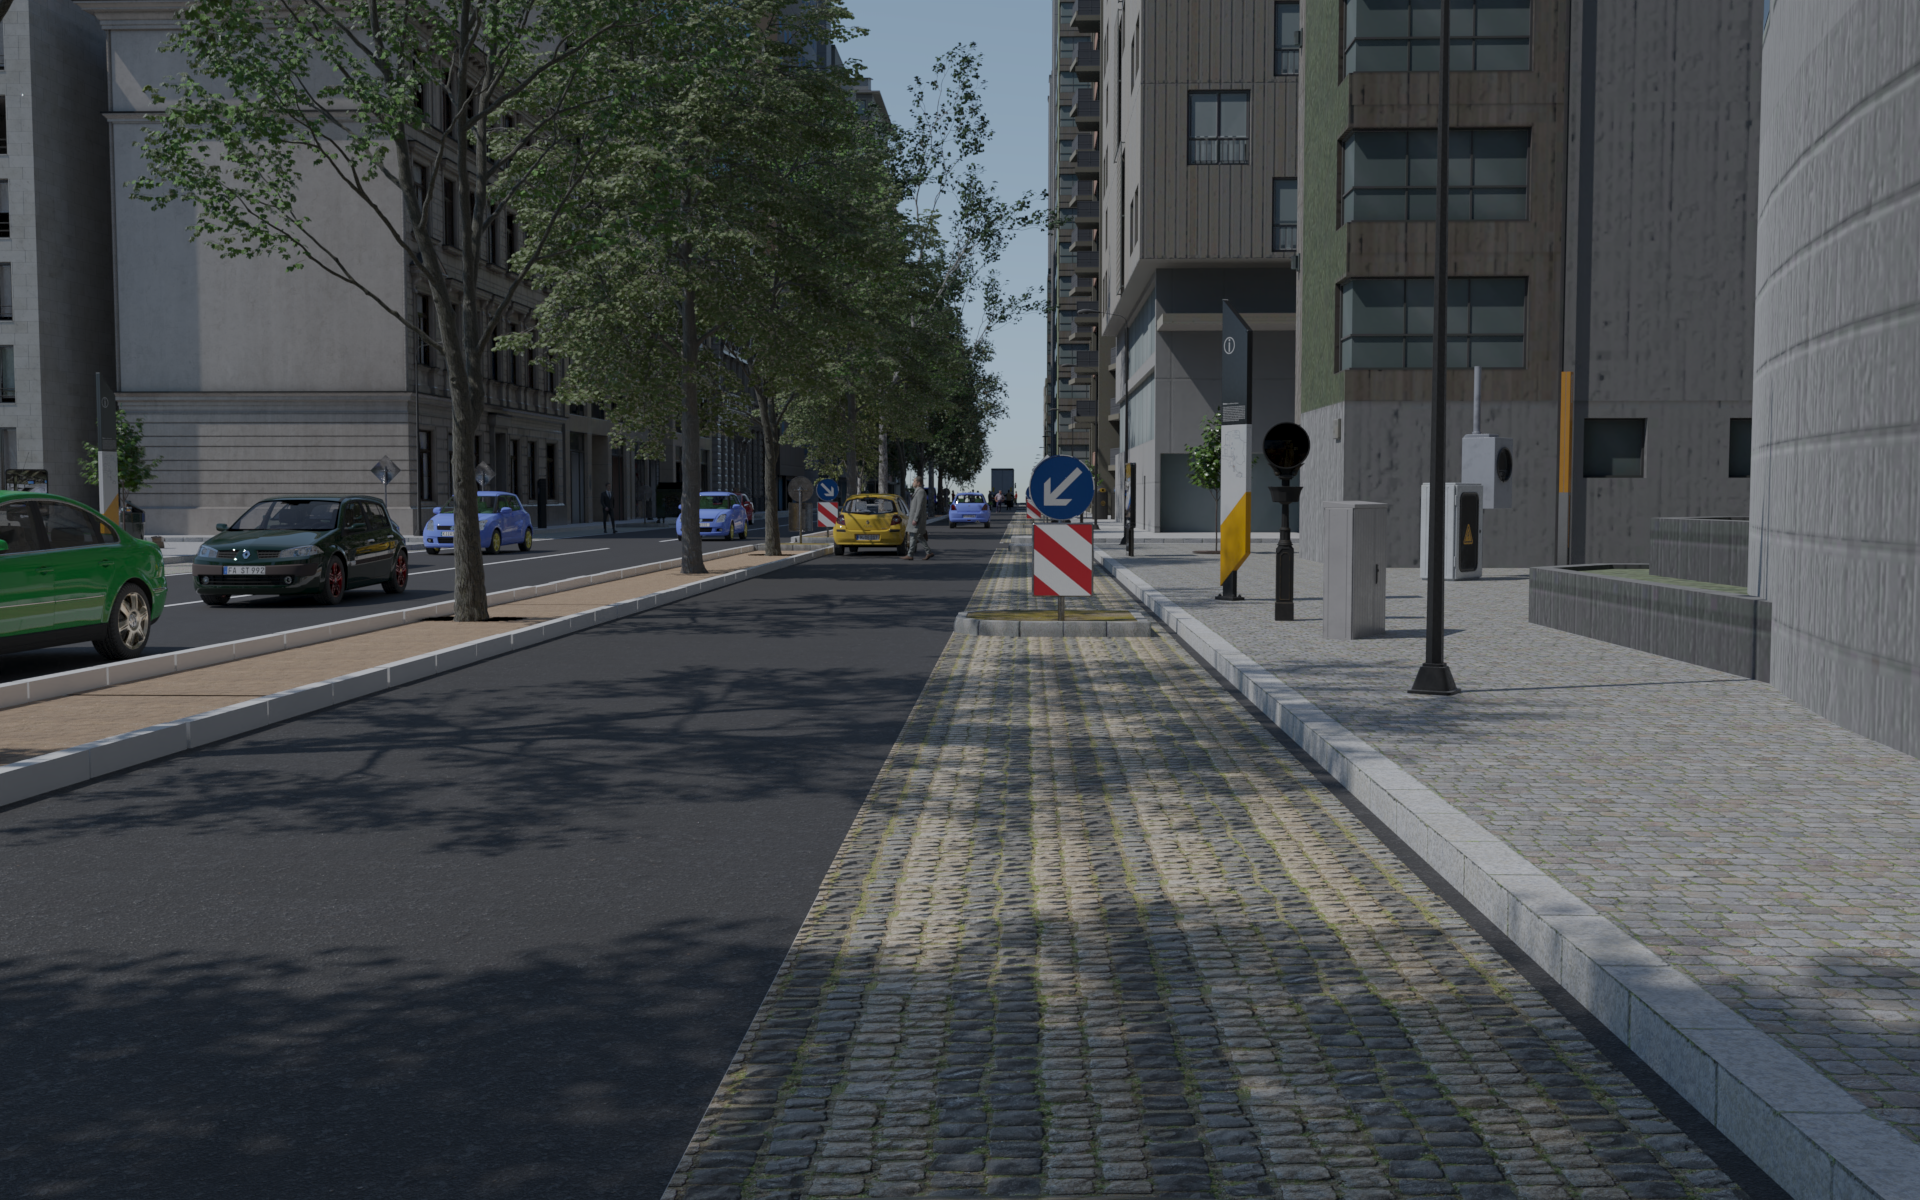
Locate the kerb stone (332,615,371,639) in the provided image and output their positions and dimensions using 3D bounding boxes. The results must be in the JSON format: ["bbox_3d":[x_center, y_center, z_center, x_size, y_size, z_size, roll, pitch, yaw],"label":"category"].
[{"bbox_3d":[-6.209,0.290,17.459,0.120,0.150,1.000,0,4,2],"label":"kerb stone"}]

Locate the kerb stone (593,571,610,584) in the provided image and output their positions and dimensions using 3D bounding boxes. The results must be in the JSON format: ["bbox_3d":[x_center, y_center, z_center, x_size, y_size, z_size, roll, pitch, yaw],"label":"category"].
[{"bbox_3d":[-5.823,-0.329,27.695,0.120,0.150,1.000,0,4,2],"label":"kerb stone"}]

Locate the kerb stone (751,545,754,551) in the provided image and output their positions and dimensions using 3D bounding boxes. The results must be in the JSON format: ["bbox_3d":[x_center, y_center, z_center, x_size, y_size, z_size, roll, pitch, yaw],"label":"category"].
[{"bbox_3d":[-5.246,-1.278,43.089,0.120,0.150,1.000,0,4,2],"label":"kerb stone"}]

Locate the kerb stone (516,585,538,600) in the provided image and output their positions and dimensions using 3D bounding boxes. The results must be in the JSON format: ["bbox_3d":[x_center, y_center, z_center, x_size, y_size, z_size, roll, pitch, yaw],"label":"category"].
[{"bbox_3d":[-5.980,-0.086,23.597,0.120,0.150,1.000,0,4,2],"label":"kerb stone"}]

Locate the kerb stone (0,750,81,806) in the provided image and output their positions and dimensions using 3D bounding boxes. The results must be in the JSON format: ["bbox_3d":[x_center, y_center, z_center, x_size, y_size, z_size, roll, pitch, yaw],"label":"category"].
[{"bbox_3d":[-4.455,0.856,8.207,0.120,0.150,1.000,0,4,2],"label":"kerb stone"}]

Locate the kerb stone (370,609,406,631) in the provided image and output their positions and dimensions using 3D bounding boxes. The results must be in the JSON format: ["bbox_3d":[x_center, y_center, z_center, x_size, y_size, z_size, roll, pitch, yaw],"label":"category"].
[{"bbox_3d":[-6.178,0.227,18.481,0.120,0.150,1.000,0,4,2],"label":"kerb stone"}]

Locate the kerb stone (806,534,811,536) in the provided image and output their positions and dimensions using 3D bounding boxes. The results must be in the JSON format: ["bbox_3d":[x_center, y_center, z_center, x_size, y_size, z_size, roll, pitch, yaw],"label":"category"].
[{"bbox_3d":[-4.840,-1.937,53.865,0.120,0.150,1.000,0,4,2],"label":"kerb stone"}]

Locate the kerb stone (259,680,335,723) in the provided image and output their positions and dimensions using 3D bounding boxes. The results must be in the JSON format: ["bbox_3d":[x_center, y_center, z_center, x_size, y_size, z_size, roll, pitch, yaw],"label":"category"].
[{"bbox_3d":[-4.344,0.668,11.276,0.120,0.150,1.000,0,4,2],"label":"kerb stone"}]

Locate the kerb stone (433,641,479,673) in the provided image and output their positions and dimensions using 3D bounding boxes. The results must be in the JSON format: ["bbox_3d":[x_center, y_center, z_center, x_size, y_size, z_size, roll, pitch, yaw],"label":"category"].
[{"bbox_3d":[-4.223,0.480,14.345,0.120,0.150,1.000,0,4,2],"label":"kerb stone"}]

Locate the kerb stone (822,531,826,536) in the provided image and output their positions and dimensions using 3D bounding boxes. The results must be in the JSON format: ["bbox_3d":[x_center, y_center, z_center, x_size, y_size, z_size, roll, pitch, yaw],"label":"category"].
[{"bbox_3d":[-4.688,-2.187,57.950,0.120,0.150,1.000,0,4,2],"label":"kerb stone"}]

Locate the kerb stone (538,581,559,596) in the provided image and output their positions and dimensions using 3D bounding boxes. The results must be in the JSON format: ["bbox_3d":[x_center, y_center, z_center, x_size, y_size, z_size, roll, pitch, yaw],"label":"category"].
[{"bbox_3d":[-5.938,-0.134,24.622,0.120,0.150,1.000,0,4,2],"label":"kerb stone"}]

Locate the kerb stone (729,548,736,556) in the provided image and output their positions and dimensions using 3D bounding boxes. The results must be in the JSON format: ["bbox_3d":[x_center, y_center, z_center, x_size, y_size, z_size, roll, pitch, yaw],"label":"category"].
[{"bbox_3d":[-5.370,-1.089,39.999,0.120,0.150,1.000,0,4,2],"label":"kerb stone"}]

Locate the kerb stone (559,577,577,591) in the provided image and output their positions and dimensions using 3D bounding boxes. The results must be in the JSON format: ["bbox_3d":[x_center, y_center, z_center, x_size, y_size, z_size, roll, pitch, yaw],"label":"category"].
[{"bbox_3d":[-5.899,-0.206,25.650,0.120,0.150,1.000,0,4,2],"label":"kerb stone"}]

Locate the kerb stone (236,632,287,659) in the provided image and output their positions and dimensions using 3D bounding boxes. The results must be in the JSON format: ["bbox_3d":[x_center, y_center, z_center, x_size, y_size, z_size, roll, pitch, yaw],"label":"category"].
[{"bbox_3d":[-6.289,0.419,15.417,0.120,0.150,1.000,0,4,2],"label":"kerb stone"}]

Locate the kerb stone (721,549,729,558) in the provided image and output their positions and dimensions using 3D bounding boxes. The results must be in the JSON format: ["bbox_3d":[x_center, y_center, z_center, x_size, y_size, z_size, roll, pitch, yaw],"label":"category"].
[{"bbox_3d":[-5.400,-1.026,38.977,0.120,0.150,1.000,0,4,2],"label":"kerb stone"}]

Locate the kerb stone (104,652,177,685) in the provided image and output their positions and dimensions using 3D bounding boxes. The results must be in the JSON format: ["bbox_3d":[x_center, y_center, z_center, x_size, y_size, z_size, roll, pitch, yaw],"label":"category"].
[{"bbox_3d":[-6.368,0.540,13.373,0.120,0.150,1.000,0,4,2],"label":"kerb stone"}]

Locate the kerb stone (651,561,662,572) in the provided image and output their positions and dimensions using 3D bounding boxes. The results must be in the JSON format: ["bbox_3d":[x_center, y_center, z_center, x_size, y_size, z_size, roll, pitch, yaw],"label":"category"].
[{"bbox_3d":[-5.676,-0.587,31.800,0.120,0.150,1.000,0,4,2],"label":"kerb stone"}]

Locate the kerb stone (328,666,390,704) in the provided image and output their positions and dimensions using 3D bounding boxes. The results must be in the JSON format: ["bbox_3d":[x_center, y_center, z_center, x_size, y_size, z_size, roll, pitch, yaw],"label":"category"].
[{"bbox_3d":[-4.307,0.608,12.298,0.120,0.150,1.000,0,4,2],"label":"kerb stone"}]

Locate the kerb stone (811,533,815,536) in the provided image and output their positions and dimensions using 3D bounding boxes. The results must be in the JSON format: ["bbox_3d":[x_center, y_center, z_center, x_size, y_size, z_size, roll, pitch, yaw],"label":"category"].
[{"bbox_3d":[-4.808,-1.999,54.887,0.120,0.150,1.000,0,4,2],"label":"kerb stone"}]

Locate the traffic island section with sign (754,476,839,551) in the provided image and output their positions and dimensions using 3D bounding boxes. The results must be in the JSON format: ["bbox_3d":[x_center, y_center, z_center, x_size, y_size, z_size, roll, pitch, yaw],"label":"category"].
[{"bbox_3d":[-4.163,-2.214,44.330,2.006,1.907,1.989,0,4,2],"label":"traffic island section with sign"}]

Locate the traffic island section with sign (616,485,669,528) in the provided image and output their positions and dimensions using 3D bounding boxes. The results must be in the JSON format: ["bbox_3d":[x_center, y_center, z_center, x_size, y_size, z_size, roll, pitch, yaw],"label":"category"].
[{"bbox_3d":[-13.626,-4.033,74.569,1.989,1.847,2.006,0,4,2],"label":"traffic island section with sign"}]

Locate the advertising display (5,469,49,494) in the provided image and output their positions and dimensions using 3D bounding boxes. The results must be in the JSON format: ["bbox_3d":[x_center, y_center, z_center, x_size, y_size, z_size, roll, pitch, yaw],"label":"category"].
[{"bbox_3d":[-23.979,-2.405,44.543,0.974,1.923,0.123,-2,4,-29],"label":"advertising display"}]

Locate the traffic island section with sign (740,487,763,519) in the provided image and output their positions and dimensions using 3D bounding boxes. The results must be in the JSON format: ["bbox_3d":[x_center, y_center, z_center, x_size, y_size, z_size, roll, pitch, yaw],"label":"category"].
[{"bbox_3d":[-12.612,-5.681,101.505,1.989,1.847,2.006,0,4,2],"label":"traffic island section with sign"}]

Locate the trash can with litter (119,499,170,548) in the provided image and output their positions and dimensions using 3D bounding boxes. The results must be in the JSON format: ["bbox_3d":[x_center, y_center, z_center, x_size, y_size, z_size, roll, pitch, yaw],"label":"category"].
[{"bbox_3d":[-19.238,-1.801,40.838,1.055,1.170,0.624,-2,4,-27],"label":"trash can with litter"}]

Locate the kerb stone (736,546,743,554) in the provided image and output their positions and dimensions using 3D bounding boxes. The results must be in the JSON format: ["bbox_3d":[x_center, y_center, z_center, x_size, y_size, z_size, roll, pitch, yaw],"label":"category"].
[{"bbox_3d":[-5.331,-1.152,41.028,0.120,0.150,1.000,0,4,2],"label":"kerb stone"}]

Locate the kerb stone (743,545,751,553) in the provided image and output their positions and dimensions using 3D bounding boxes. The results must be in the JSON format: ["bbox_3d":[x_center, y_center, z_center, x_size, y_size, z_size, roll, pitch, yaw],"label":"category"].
[{"bbox_3d":[-5.283,-1.215,42.059,0.120,0.150,1.000,0,4,2],"label":"kerb stone"}]

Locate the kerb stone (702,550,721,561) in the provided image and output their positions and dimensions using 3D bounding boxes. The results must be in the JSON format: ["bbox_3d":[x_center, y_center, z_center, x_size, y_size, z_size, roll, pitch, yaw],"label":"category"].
[{"bbox_3d":[-5.446,-0.961,37.956,0.120,0.150,1.000,0,4,2],"label":"kerb stone"}]

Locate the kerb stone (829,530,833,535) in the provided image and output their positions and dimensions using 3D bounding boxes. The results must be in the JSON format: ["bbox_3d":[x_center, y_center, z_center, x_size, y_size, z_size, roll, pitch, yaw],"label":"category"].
[{"bbox_3d":[-4.607,-2.312,59.996,0.120,0.150,1.000,0,4,2],"label":"kerb stone"}]

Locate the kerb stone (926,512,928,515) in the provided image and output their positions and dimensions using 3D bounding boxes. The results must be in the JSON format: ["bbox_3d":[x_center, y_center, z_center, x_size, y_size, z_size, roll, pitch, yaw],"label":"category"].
[{"bbox_3d":[-2.183,-6.259,124.558,0.120,0.150,1.000,0,4,2],"label":"kerb stone"}]

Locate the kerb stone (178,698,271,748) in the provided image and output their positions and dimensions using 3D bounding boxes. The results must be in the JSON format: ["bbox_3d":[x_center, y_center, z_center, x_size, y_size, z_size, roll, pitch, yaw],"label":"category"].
[{"bbox_3d":[-4.376,0.730,10.254,0.120,0.150,1.000,0,4,2],"label":"kerb stone"}]

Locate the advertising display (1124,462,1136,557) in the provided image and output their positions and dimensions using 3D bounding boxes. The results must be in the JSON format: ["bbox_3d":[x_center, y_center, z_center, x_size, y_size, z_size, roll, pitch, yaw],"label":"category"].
[{"bbox_3d":[3.518,-1.870,35.786,0.123,1.923,0.974,0,4,-2],"label":"advertising display"}]

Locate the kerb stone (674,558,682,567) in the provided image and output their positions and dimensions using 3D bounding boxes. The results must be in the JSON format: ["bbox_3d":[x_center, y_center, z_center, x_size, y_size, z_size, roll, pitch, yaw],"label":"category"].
[{"bbox_3d":[-5.593,-0.713,33.853,0.120,0.150,1.000,0,4,2],"label":"kerb stone"}]

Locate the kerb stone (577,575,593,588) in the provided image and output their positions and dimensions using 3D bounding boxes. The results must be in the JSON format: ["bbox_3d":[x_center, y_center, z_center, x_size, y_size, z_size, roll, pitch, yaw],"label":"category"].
[{"bbox_3d":[-5.870,-0.274,26.671,0.120,0.150,1.000,0,4,2],"label":"kerb stone"}]

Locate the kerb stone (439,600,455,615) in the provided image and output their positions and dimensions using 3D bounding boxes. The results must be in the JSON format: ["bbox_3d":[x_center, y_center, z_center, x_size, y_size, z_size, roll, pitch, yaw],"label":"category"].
[{"bbox_3d":[-6.092,0.102,20.526,0.120,0.150,1.000,0,4,2],"label":"kerb stone"}]

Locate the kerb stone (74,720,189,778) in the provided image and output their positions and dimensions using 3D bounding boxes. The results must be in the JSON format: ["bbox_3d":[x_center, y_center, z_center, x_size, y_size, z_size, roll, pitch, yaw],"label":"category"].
[{"bbox_3d":[-4.423,0.793,9.230,0.120,0.150,1.000,0,4,2],"label":"kerb stone"}]

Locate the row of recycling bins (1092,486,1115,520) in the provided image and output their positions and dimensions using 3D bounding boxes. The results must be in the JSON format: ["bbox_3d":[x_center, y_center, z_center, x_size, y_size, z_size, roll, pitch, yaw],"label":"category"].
[{"bbox_3d":[8.370,-4.887,87.012,3.534,1.692,1.069,1,4,13],"label":"row of recycling bins"}]

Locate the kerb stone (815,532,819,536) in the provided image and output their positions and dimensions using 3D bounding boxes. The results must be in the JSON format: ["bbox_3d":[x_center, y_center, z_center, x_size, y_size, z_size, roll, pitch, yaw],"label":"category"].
[{"bbox_3d":[-4.766,-2.058,55.908,0.120,0.150,1.000,0,4,2],"label":"kerb stone"}]

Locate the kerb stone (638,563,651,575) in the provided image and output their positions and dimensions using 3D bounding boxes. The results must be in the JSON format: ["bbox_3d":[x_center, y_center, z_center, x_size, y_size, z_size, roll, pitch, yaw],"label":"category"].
[{"bbox_3d":[-5.709,-0.523,30.773,0.120,0.150,1.000,0,4,2],"label":"kerb stone"}]

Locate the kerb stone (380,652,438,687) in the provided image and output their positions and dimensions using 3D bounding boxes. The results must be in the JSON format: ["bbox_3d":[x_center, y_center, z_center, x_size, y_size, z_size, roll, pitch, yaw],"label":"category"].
[{"bbox_3d":[-4.262,0.543,13.324,0.120,0.150,1.000,0,4,2],"label":"kerb stone"}]

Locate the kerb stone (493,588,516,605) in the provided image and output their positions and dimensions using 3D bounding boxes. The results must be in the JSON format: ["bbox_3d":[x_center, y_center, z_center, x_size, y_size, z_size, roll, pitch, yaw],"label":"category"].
[{"bbox_3d":[-6.023,-0.023,22.576,0.120,0.150,1.000,0,4,2],"label":"kerb stone"}]

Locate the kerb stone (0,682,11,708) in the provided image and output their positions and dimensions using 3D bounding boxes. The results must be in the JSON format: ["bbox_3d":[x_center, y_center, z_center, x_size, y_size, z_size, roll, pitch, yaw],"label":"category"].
[{"bbox_3d":[-6.437,0.666,11.313,0.120,0.150,1.000,0,4,2],"label":"kerb stone"}]

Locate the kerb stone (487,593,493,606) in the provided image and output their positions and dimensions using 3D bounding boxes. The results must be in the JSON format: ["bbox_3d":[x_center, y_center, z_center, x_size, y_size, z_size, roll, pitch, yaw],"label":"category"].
[{"bbox_3d":[-6.053,0.040,21.547,0.120,0.150,1.000,0,4,2],"label":"kerb stone"}]

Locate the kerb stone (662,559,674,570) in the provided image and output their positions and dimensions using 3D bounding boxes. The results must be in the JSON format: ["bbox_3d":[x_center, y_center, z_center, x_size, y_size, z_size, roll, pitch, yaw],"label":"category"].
[{"bbox_3d":[-5.631,-0.650,32.826,0.120,0.150,1.000,0,4,2],"label":"kerb stone"}]

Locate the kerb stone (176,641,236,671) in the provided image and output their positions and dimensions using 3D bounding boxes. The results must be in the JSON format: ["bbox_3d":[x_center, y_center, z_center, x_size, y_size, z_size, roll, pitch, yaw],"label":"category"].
[{"bbox_3d":[-6.324,0.479,14.395,0.120,0.150,1.000,0,4,2],"label":"kerb stone"}]

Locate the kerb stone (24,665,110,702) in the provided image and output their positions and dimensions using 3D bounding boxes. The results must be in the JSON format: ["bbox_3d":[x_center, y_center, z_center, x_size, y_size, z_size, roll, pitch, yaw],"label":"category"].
[{"bbox_3d":[-6.403,0.603,12.340,0.120,0.150,1.000,0,4,2],"label":"kerb stone"}]

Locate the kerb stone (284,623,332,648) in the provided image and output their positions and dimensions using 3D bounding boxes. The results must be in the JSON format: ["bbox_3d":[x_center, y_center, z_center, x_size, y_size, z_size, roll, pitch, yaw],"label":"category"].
[{"bbox_3d":[-6.241,0.352,16.438,0.120,0.150,1.000,0,4,2],"label":"kerb stone"}]

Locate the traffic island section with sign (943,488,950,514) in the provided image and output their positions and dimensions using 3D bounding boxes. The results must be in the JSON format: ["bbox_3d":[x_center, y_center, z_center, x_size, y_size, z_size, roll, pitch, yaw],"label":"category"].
[{"bbox_3d":[-1.064,-7.259,126.818,2.006,1.907,1.989,0,4,2],"label":"traffic island section with sign"}]

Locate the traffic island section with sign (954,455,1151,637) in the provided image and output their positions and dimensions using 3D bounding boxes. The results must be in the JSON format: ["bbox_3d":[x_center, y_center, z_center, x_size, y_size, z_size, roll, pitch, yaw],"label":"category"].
[{"bbox_3d":[0.948,-0.585,18.185,1.989,1.847,2.006,0,4,2],"label":"traffic island section with sign"}]

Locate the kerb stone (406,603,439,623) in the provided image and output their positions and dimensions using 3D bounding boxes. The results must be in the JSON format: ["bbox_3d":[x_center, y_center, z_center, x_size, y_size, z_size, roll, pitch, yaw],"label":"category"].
[{"bbox_3d":[-6.128,0.168,19.502,0.120,0.150,1.000,0,4,2],"label":"kerb stone"}]

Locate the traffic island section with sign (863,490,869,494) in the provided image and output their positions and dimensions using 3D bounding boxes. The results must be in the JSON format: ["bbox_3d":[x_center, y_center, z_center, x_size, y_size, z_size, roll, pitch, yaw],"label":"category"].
[{"bbox_3d":[-9.691,-10.445,179.399,1.989,1.847,2.006,0,4,2],"label":"traffic island section with sign"}]

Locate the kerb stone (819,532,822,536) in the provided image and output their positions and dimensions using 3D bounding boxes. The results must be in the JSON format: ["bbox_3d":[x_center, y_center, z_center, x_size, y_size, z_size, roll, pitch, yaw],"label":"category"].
[{"bbox_3d":[-4.727,-2.124,56.929,0.120,0.150,1.000,0,4,2],"label":"kerb stone"}]

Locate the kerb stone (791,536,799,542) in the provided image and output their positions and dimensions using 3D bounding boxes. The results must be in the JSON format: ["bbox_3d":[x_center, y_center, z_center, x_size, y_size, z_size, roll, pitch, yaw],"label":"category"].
[{"bbox_3d":[-4.930,-1.811,51.806,0.120,0.150,1.000,0,4,2],"label":"kerb stone"}]

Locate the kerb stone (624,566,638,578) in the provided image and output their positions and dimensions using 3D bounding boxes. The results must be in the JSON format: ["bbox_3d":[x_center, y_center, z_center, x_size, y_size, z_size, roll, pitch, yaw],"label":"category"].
[{"bbox_3d":[-5.747,-0.460,29.752,0.120,0.150,1.000,0,4,2],"label":"kerb stone"}]

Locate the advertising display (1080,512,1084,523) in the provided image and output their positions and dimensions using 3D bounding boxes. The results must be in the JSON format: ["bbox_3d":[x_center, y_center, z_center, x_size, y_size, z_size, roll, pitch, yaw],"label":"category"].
[{"bbox_3d":[4.441,-3.547,63.215,0.123,1.923,0.974,0,3,0],"label":"advertising display"}]

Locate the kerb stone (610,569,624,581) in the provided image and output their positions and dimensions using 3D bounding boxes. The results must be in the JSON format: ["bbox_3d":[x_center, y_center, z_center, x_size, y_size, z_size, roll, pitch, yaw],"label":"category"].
[{"bbox_3d":[-5.789,-0.398,28.716,0.120,0.150,1.000,0,4,2],"label":"kerb stone"}]

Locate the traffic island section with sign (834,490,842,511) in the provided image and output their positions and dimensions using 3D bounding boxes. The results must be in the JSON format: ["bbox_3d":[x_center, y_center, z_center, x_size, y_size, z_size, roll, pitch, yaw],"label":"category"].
[{"bbox_3d":[-10.716,-8.763,151.905,1.989,1.847,2.006,0,4,2],"label":"traffic island section with sign"}]
